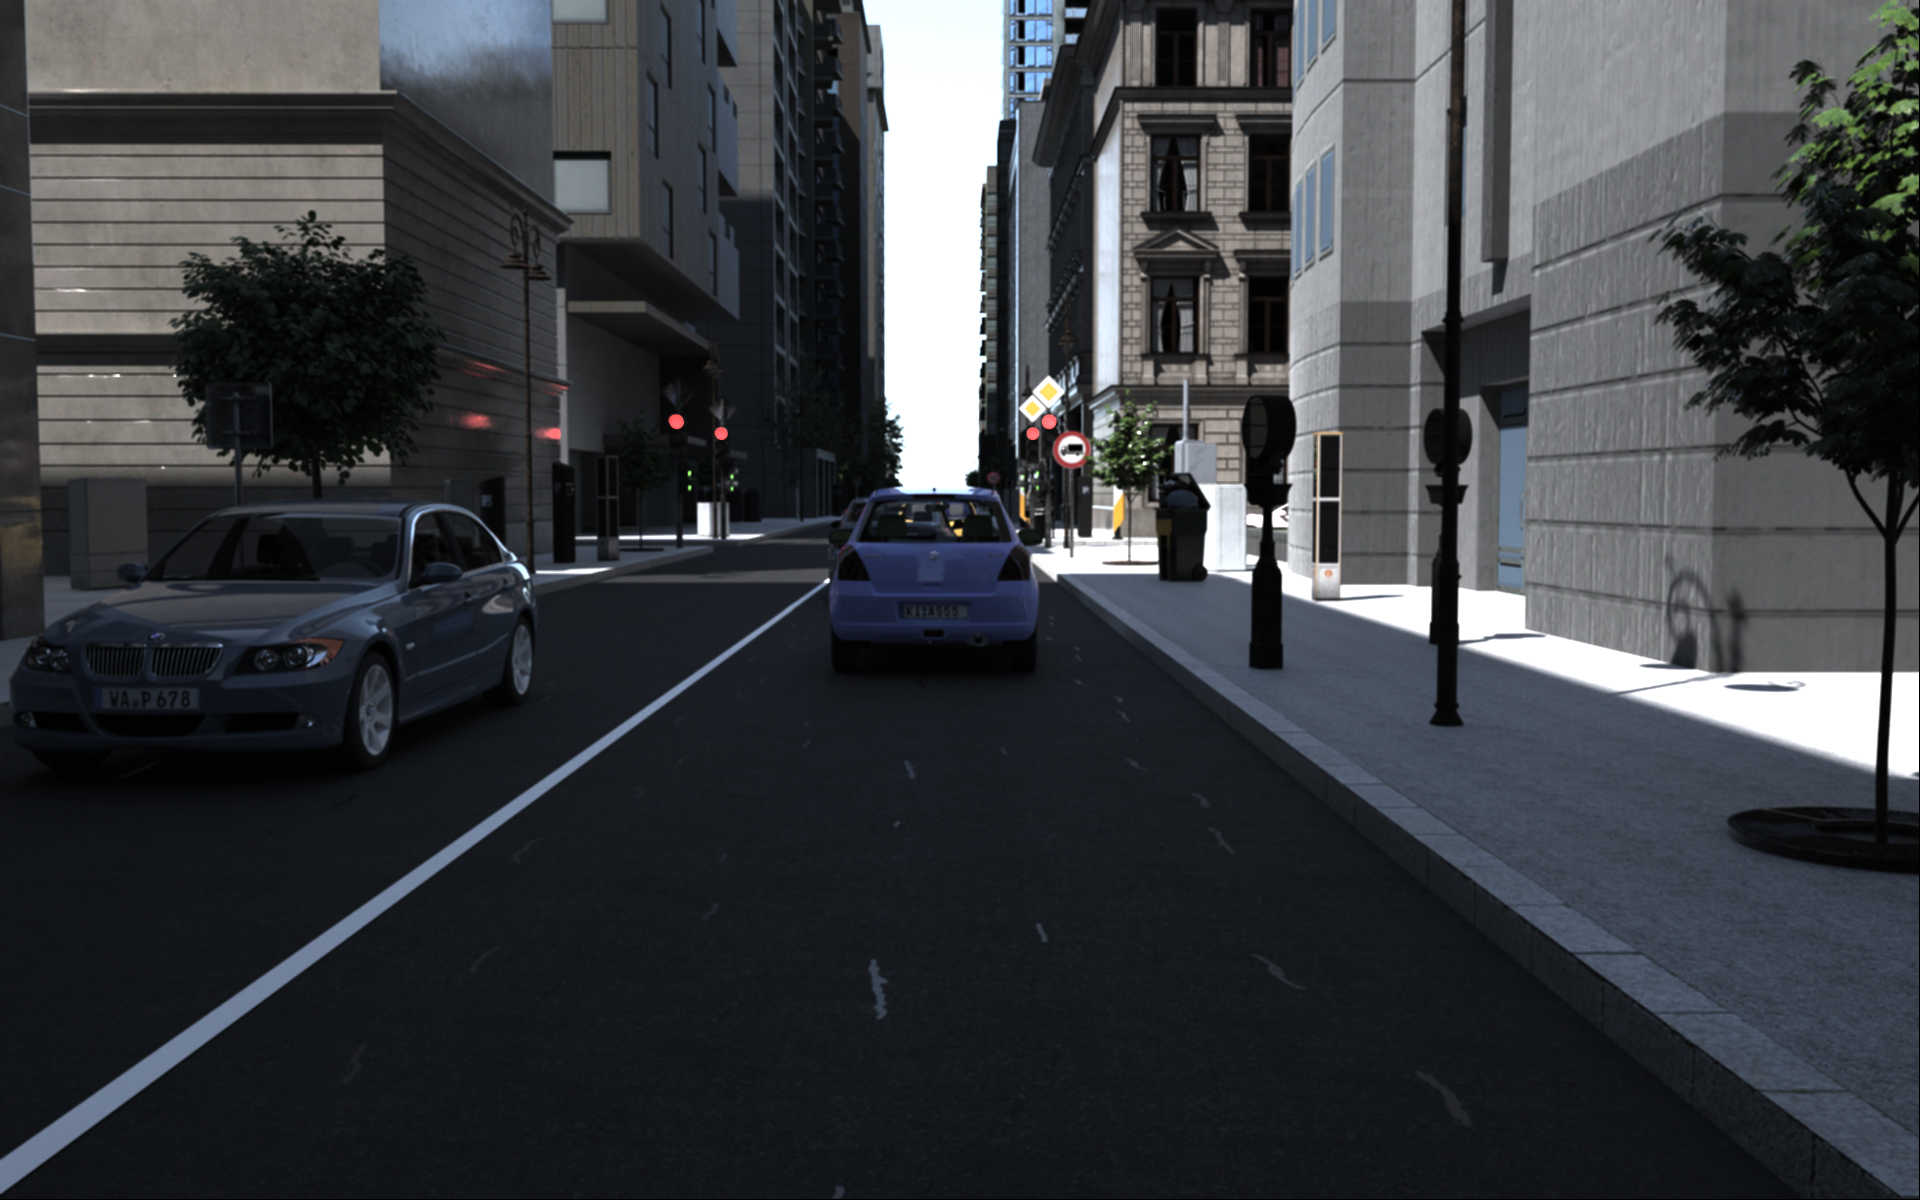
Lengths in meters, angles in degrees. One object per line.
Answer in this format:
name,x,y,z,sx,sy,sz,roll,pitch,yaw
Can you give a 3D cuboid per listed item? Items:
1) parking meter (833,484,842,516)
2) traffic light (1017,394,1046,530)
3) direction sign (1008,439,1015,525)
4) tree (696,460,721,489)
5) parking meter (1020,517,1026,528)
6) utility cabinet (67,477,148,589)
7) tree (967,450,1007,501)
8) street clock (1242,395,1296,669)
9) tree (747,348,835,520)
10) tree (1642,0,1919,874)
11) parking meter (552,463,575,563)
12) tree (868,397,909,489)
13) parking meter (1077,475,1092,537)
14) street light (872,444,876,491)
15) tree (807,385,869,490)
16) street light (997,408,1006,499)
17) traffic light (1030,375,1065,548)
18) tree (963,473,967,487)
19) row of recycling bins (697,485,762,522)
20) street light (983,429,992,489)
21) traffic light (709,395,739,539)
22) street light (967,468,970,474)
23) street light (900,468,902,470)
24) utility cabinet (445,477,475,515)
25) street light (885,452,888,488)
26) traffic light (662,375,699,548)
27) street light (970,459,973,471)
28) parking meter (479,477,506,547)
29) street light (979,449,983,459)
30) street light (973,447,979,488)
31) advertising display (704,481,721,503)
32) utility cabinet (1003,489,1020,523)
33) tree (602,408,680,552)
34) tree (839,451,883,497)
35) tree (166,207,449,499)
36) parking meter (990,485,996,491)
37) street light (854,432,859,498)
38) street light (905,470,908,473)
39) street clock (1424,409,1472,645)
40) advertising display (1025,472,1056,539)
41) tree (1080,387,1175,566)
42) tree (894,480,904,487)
parking meter,-7.159,-5.796,100.472,0.399,1.863,0.255,1,4,16
traffic light,2.030,-3.677,49.034,0.839,4.253,0.868,0,4,0
direction sign,2.084,-4.883,71.838,0.379,3.537,0.876,0,4,-7
tree,-12.721,-6.204,85.152,4.285,4.588,4.351,0,3,0
parking meter,2.421,-3.683,65.924,0.255,1.863,0.399,0,4,-3
utility cabinet,-11.597,-0.912,23.585,0.318,1.500,1.173,1,4,12
tree,3.173,-8.851,128.426,4.285,4.588,4.351,0,3,0
street clock,2.259,-0.499,12.723,0.358,2.002,0.471,-1,4,-14
tree,-8.339,-8.304,86.139,4.360,8.622,3.978,0,3,0
tree,3.285,-0.718,6.344,1.663,3.219,1.824,0,3,0
parking meter,-7.368,-1.622,32.233,0.399,1.863,0.255,3,4,38
tree,-9.486,-17.303,201.025,7.486,12.596,7.792,0,3,0
parking meter,3.727,-2.847,52.254,0.255,1.863,0.399,2,4,28
street light,-7.723,-11.224,156.306,0.468,5.910,1.993,0,4,0
tree,-8.480,-10.253,118.001,4.737,8.622,4.395,0,3,0
street light,2.214,-7.335,92.709,0.468,5.910,1.993,0,4,0
traffic light,2.076,-3.188,41.049,0.839,4.253,0.868,0,4,0
tree,1.836,-13.694,207.608,4.285,4.588,4.351,0,3,0
row of recycling bins,-10.781,-4.403,79.106,3.534,1.692,1.069,-2,4,-24
street light,2.087,-9.200,123.203,0.468,5.910,1.993,0,4,0
traffic light,-6.681,-3.673,48.967,0.839,4.253,0.868,0,4,0
street light,1.489,-15.193,221.189,0.468,5.910,1.993,0,4,0
street light,-8.182,-16.336,239.872,0.468,5.910,1.993,0,4,0
utility cabinet,-6.651,-0.876,22.996,0.318,1.500,1.173,-1,4,-20
street light,-7.965,-13.091,186.817,0.468,5.910,1.993,0,4,0
traffic light,-6.635,-3.184,40.982,0.839,4.253,0.868,0,4,0
street light,1.652,-13.920,200.386,0.468,5.910,1.993,0,4,0
parking meter,-6.770,-1.020,25.082,0.372,1.533,0.369,0,3,0
street light,1.952,-10.184,139.292,0.468,5.910,1.993,0,4,0
street light,1.801,-12.055,169.892,0.468,5.910,1.993,0,4,0
advertising display,-12.594,-5.089,88.419,0.974,1.923,0.123,0,4,7
utility cabinet,2.533,-4.177,76.979,1.173,1.500,0.318,1,4,20
tree,-7.160,-2.711,38.930,1.663,3.219,1.824,0,3,0
tree,-7.539,-9.027,131.299,4.285,4.588,4.351,0,3,0
tree,-7.492,-2.216,19.938,4.285,4.588,4.351,0,3,0
parking meter,1.890,-5.714,99.138,0.255,1.863,0.399,2,4,26
street light,-7.588,-9.356,125.764,0.468,5.910,1.993,0,4,0
street light,-8.418,-18.221,270.703,0.468,5.910,1.993,0,4,0
street clock,4.131,-0.621,14.720,0.358,2.002,0.471,-1,4,-9
advertising display,2.319,-2.736,49.945,0.974,1.923,0.123,2,4,31
tree,3.063,-2.262,31.586,1.663,3.219,1.824,0,3,0
tree,-8.256,-15.457,247.318,1.663,3.219,1.824,0,3,0
